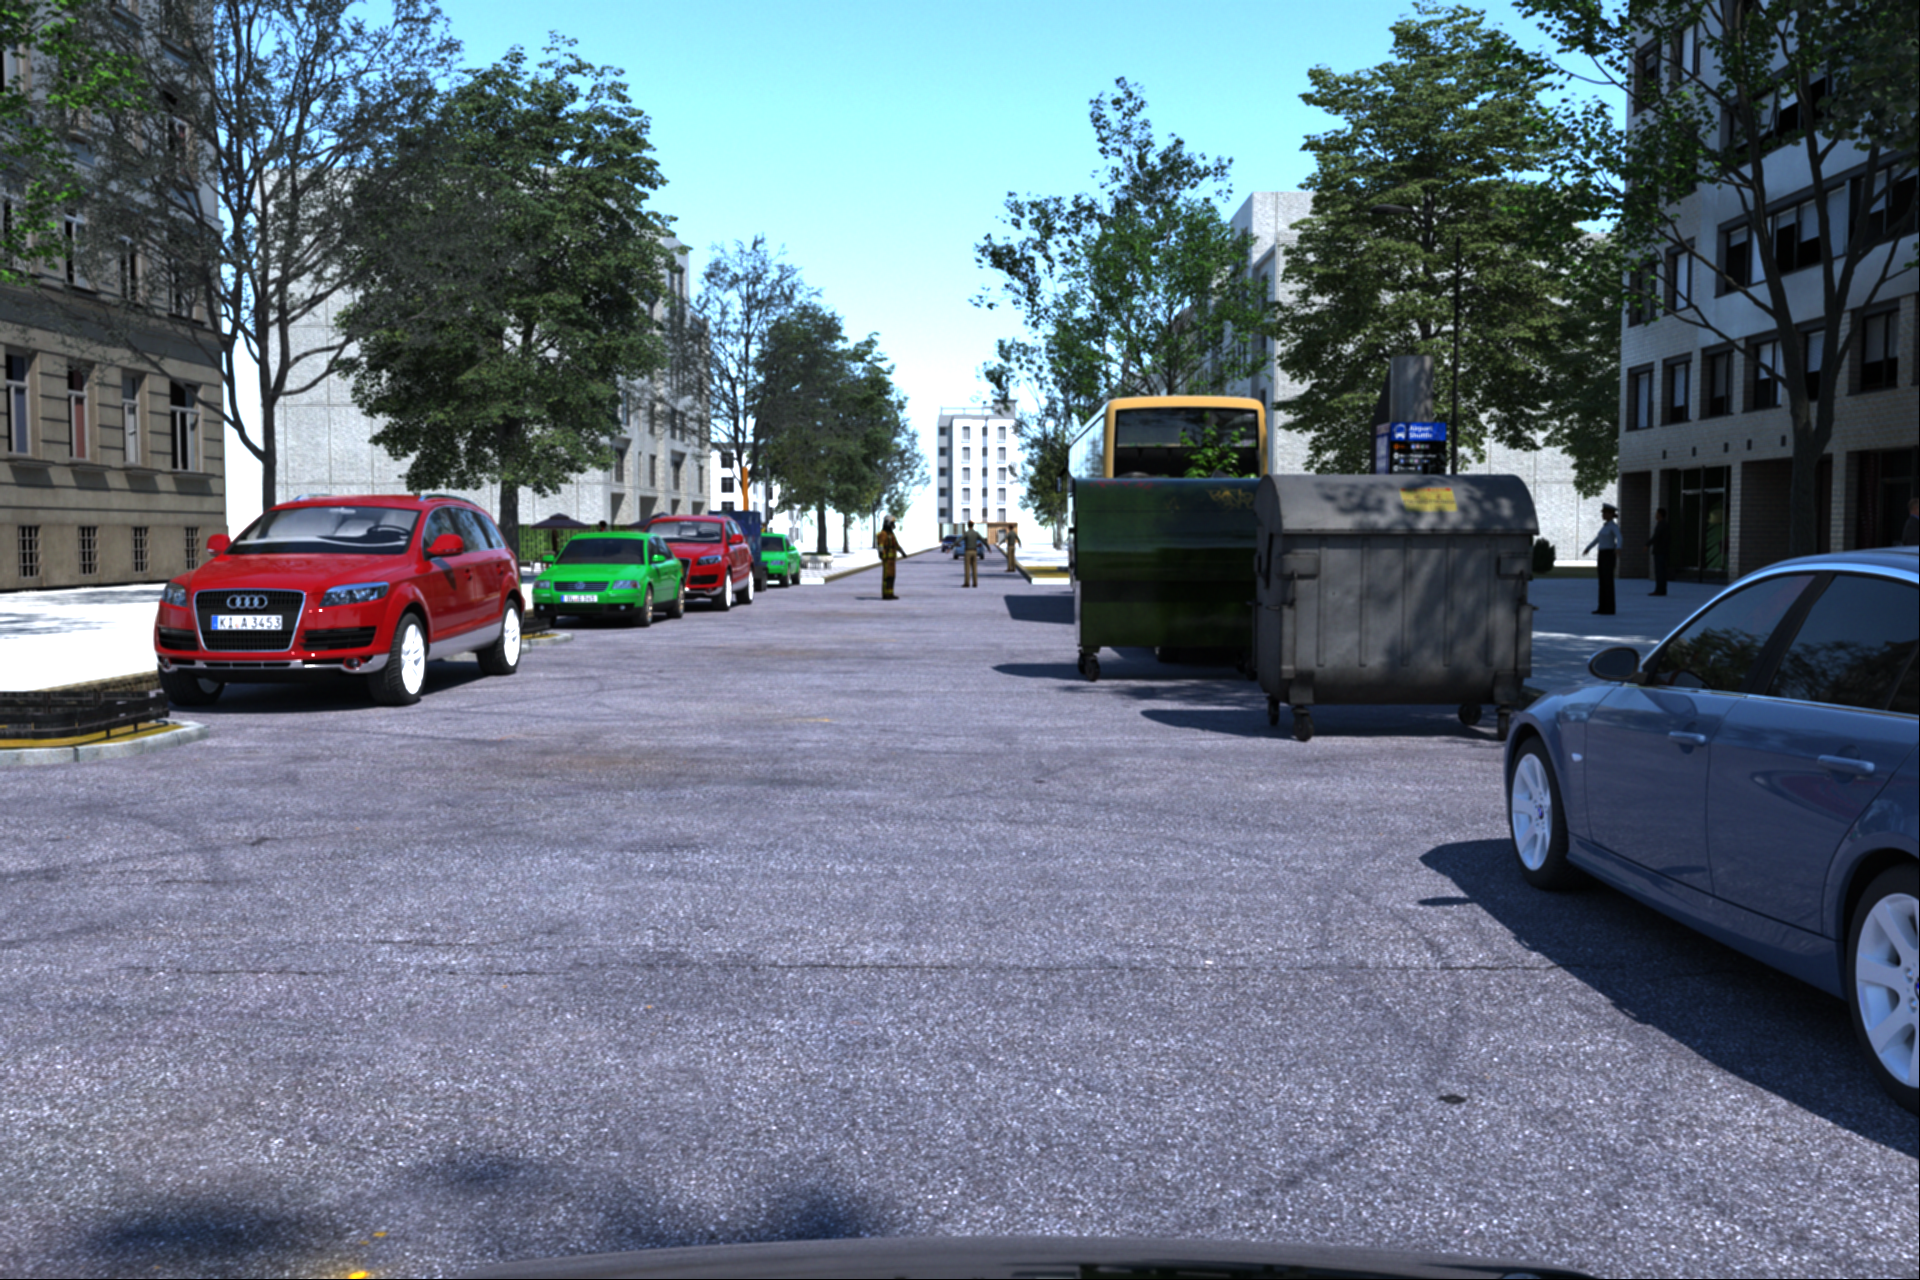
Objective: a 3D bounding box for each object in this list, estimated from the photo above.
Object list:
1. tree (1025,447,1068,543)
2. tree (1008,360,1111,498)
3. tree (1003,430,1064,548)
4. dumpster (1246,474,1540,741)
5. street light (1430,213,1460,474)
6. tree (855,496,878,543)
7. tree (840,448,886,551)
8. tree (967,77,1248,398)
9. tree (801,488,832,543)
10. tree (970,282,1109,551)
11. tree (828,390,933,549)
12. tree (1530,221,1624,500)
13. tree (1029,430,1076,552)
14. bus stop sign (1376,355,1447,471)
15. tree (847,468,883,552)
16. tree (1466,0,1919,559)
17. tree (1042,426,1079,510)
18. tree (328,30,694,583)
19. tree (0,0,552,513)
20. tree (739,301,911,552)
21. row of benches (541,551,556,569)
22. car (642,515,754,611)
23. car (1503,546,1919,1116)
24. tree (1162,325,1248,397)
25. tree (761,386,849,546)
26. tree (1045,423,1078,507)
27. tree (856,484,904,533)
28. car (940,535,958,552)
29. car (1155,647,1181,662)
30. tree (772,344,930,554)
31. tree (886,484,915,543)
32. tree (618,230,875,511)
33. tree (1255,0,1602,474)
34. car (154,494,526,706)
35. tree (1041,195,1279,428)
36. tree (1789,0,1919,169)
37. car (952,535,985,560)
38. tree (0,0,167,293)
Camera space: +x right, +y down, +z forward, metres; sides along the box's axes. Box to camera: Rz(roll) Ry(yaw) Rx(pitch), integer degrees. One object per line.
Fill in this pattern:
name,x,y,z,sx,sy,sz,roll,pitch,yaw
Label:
tree,14.052,-20.472,241.364,9.857,13.997,8.962,0,3,0
tree,7.002,-9.625,91.783,8.767,10.594,7.601,-2,4,-32
tree,8.237,-13.457,154.437,7.601,10.594,8.767,3,5,42
dumpster,3.063,-0.259,12.443,1.865,1.857,1.264,0,4,-1
street light,7.562,-3.181,24.554,1.470,5.913,1.316,0,4,1
tree,-12.927,-18.173,247.497,4.360,8.622,3.978,0,3,0
tree,-7.543,-11.121,132.190,4.737,8.622,4.395,0,3,0
tree,6.367,-13.392,74.845,12.611,20.169,13.585,0,3,0
tree,-22.569,-20.450,244.720,12.009,13.543,11.850,0,3,0
tree,7.128,-16.950,133.021,12.611,20.169,13.585,0,3,0
tree,-7.332,-14.541,148.117,12.009,13.543,11.850,0,3,0
tree,24.067,-8.828,62.468,7.486,12.596,7.792,0,3,0
tree,7.196,-10.525,122.444,4.737,8.622,4.395,0,3,0
bus stop sign,6.718,-2.252,25.841,0.837,3.901,0.837,0,4,0
tree,-7.664,-10.564,123.080,4.737,8.622,4.395,0,3,0
tree,9.780,-5.747,19.727,9.928,11.665,9.643,0,3,0
tree,7.502,-10.074,115.067,4.737,8.622,4.395,0,3,0
tree,-11.851,-8.450,44.813,9.857,13.997,8.962,0,3,0
tree,-12.415,-7.352,30.580,12.009,13.543,11.850,0,3,0
tree,-7.539,-11.473,94.242,9.857,13.997,8.962,0,3,0
row of benches,-14.658,-2.914,63.108,1.422,0.672,4.104,-1,4,-22
car,-5.275,-1.540,33.847,2.281,1.827,5.304,0,4,1
car,3.183,0.397,5.519,2.014,1.417,4.499,0,4,0
tree,8.828,-6.758,60.851,4.360,8.622,3.978,0,3,0
tree,-8.197,-8.112,83.000,4.360,8.622,3.978,0,3,0
tree,7.304,-9.711,109.133,4.360,8.622,3.978,0,3,0
tree,-11.139,-18.730,240.652,7.601,10.594,8.767,0,4,1
car,-0.579,-7.598,136.804,1.945,1.354,3.894,0,4,0
car,3.085,-0.731,20.747,1.959,1.807,4.718,0,4,0
tree,-7.565,-12.390,112.943,12.009,13.543,11.850,0,3,0
tree,-8.523,-18.171,247.454,4.737,8.622,4.395,0,3,0
tree,-8.751,-9.808,70.726,12.009,13.543,11.850,0,3,0
tree,10.206,-7.283,37.198,7.486,12.596,7.792,0,3,0
car,-5.567,-0.457,16.138,2.281,1.827,5.304,0,4,0
tree,6.107,-7.796,53.219,9.928,11.665,9.643,0,3,0
tree,9.374,-6.329,10.129,9.857,13.997,8.962,0,3,0
car,0.512,-5.294,98.556,2.014,1.417,4.499,0,4,1
tree,-12.367,-5.674,18.522,9.928,11.665,9.643,0,3,0
